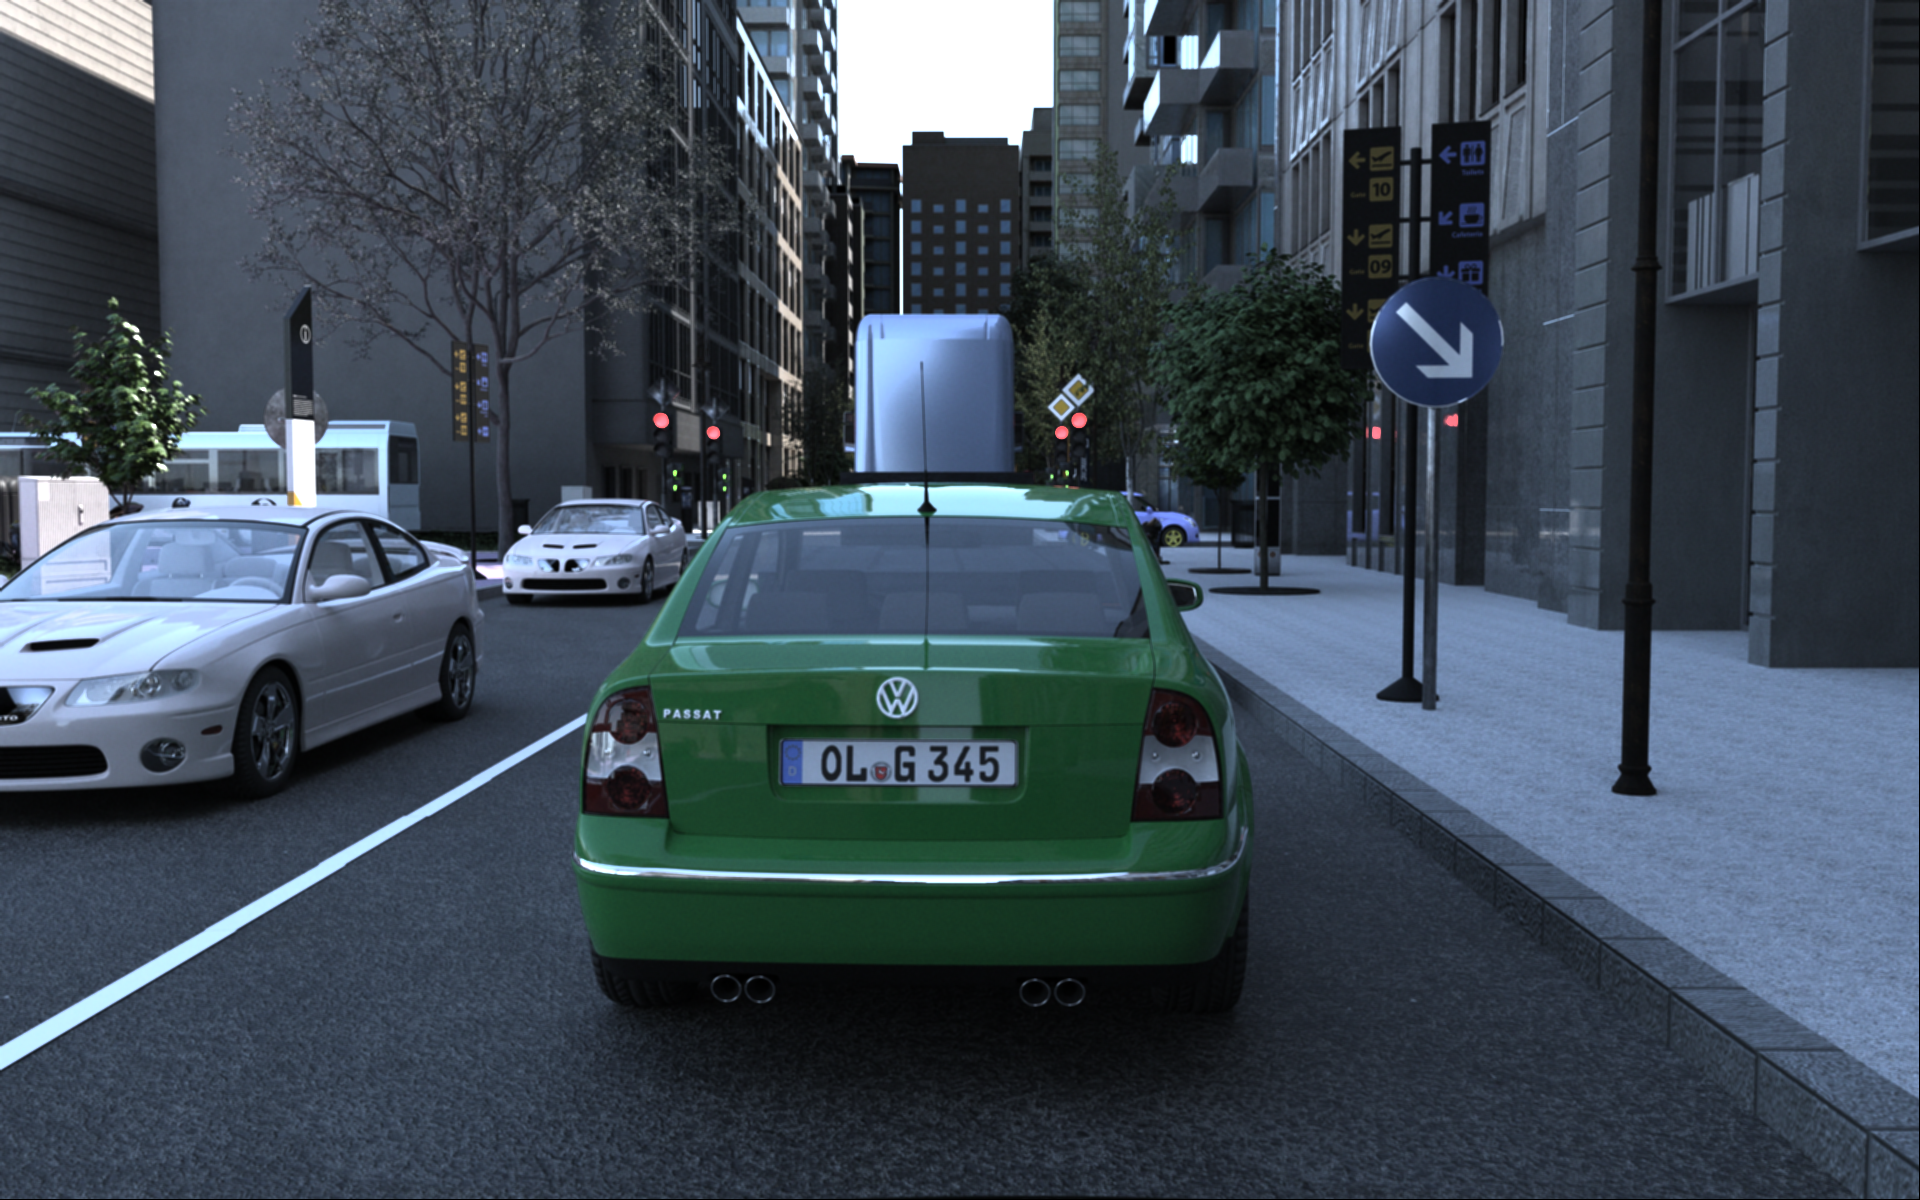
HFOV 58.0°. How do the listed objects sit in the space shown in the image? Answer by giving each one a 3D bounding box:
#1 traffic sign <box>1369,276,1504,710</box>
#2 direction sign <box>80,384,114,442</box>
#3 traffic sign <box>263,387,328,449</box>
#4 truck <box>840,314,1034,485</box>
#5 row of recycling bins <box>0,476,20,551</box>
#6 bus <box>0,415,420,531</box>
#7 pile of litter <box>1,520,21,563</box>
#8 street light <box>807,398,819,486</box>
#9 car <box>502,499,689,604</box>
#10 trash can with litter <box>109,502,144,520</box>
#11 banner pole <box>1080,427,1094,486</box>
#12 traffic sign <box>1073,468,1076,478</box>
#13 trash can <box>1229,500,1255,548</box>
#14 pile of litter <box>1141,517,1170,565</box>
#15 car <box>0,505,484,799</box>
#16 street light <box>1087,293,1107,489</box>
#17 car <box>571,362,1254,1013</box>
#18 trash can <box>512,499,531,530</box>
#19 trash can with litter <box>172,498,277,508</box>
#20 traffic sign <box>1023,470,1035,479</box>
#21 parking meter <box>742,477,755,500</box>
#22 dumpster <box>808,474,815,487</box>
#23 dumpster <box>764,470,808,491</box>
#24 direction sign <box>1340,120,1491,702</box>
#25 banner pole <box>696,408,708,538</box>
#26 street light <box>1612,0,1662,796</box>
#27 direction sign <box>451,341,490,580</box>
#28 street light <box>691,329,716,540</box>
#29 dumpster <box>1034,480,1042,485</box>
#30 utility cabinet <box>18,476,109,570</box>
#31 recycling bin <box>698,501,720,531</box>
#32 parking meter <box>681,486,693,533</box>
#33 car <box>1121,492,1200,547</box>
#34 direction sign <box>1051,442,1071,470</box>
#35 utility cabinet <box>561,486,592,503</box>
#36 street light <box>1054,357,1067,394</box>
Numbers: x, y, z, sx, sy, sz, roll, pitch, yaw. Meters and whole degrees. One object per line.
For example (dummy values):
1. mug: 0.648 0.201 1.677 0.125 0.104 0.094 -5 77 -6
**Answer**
1. traffic sign: 2.795 -0.620 10.242 0.768 2.556 0.104 0 4 7
2. direction sign: -17.549 -2.660 35.483 0.379 3.537 0.876 2 4 33
3. traffic sign: -7.789 -1.236 20.322 0.768 2.556 0.104 0 4 1
4. truck: -0.259 -1.861 20.186 2.967 4.110 18.799 0 4 -1
5. row of recycling bins: -21.979 -2.008 39.936 1.069 1.692 3.534 -1 4 -15
6. bus: -20.814 -3.022 44.275 13.247 3.499 2.948 0 3 0
7. pile of litter: -16.501 -1.029 30.783 1.719 0.858 1.176 -3 4 -38
8. street light: -6.942 -6.684 82.078 0.468 5.910 1.993 0 4 0
9. car: -4.970 -0.720 24.131 2.083 1.381 4.827 0 4 1
10. trash can with litter: -12.066 -0.805 24.544 1.055 1.170 0.624 2 4 24
11. banner pole: 4.791 -4.580 64.904 0.863 3.779 0.401 0 4 -2
12. traffic sign: 3.721 -3.584 59.782 0.795 2.450 0.064 0 4 7
13. trash can: 6.749 -1.802 41.119 0.748 1.137 0.748 0 3 0
14. pile of litter: 3.282 -1.098 31.921 1.176 0.858 1.719 0 4 7
15. car: -4.119 0.164 9.677 2.083 1.381 4.827 0 4 2
16. street light: 3.120 -4.107 39.944 0.468 5.910 1.993 0 4 0
17. car: -0.052 0.160 6.185 1.959 1.807 4.718 0 4 2
18. trash can: -12.488 -2.276 48.858 0.748 1.137 0.748 0 3 0
19. trash can with litter: -11.247 -0.981 27.100 1.678 1.210 2.233 1 4 20
20. traffic sign: 3.564 -5.581 91.353 0.768 2.556 0.104 0 4 3
21. parking meter: -7.104 -3.207 58.144 0.399 1.863 0.255 1 4 18
22. dumpster: -7.067 -4.464 75.482 1.502 2.255 1.985 0 4 1
23. dumpster: -7.105 -4.132 70.045 1.502 2.255 1.985 0 4 0
24. direction sign: 2.801 -1.146 10.733 0.876 3.537 0.379 1 4 19
25. banner pole: -7.530 -3.705 50.589 0.401 3.779 0.863 0 4 -6
26. street light: 2.897 -2.109 7.266 0.468 5.910 1.993 0 4 0
27. direction sign: -7.333 -2.081 26.026 0.379 3.537 0.876 1 4 20
28. street light: -7.180 -4.637 48.610 0.468 5.910 1.993 0 4 0
29. dumpster: 3.673 -5.572 93.598 1.502 2.255 1.985 0 4 1
30. utility cabinet: -11.317 -0.811 21.945 0.318 1.500 1.173 1 4 16
31. recycling bin: -8.866 -2.971 61.136 0.722 1.027 0.722 0 4 -6
32. parking meter: -8.922 -2.944 56.550 0.372 1.533 0.369 0 3 0
33. car: 4.415 -2.183 45.286 3.694 1.707 1.945 0 4 2
34. direction sign: 4.329 -5.034 74.305 0.876 3.537 0.379 0 4 -8
35. utility cabinet: -10.685 -2.428 48.376 0.318 1.500 1.173 -3 5 -43
36. street light: 3.350 -5.152 57.027 0.468 5.910 1.993 0 4 0
